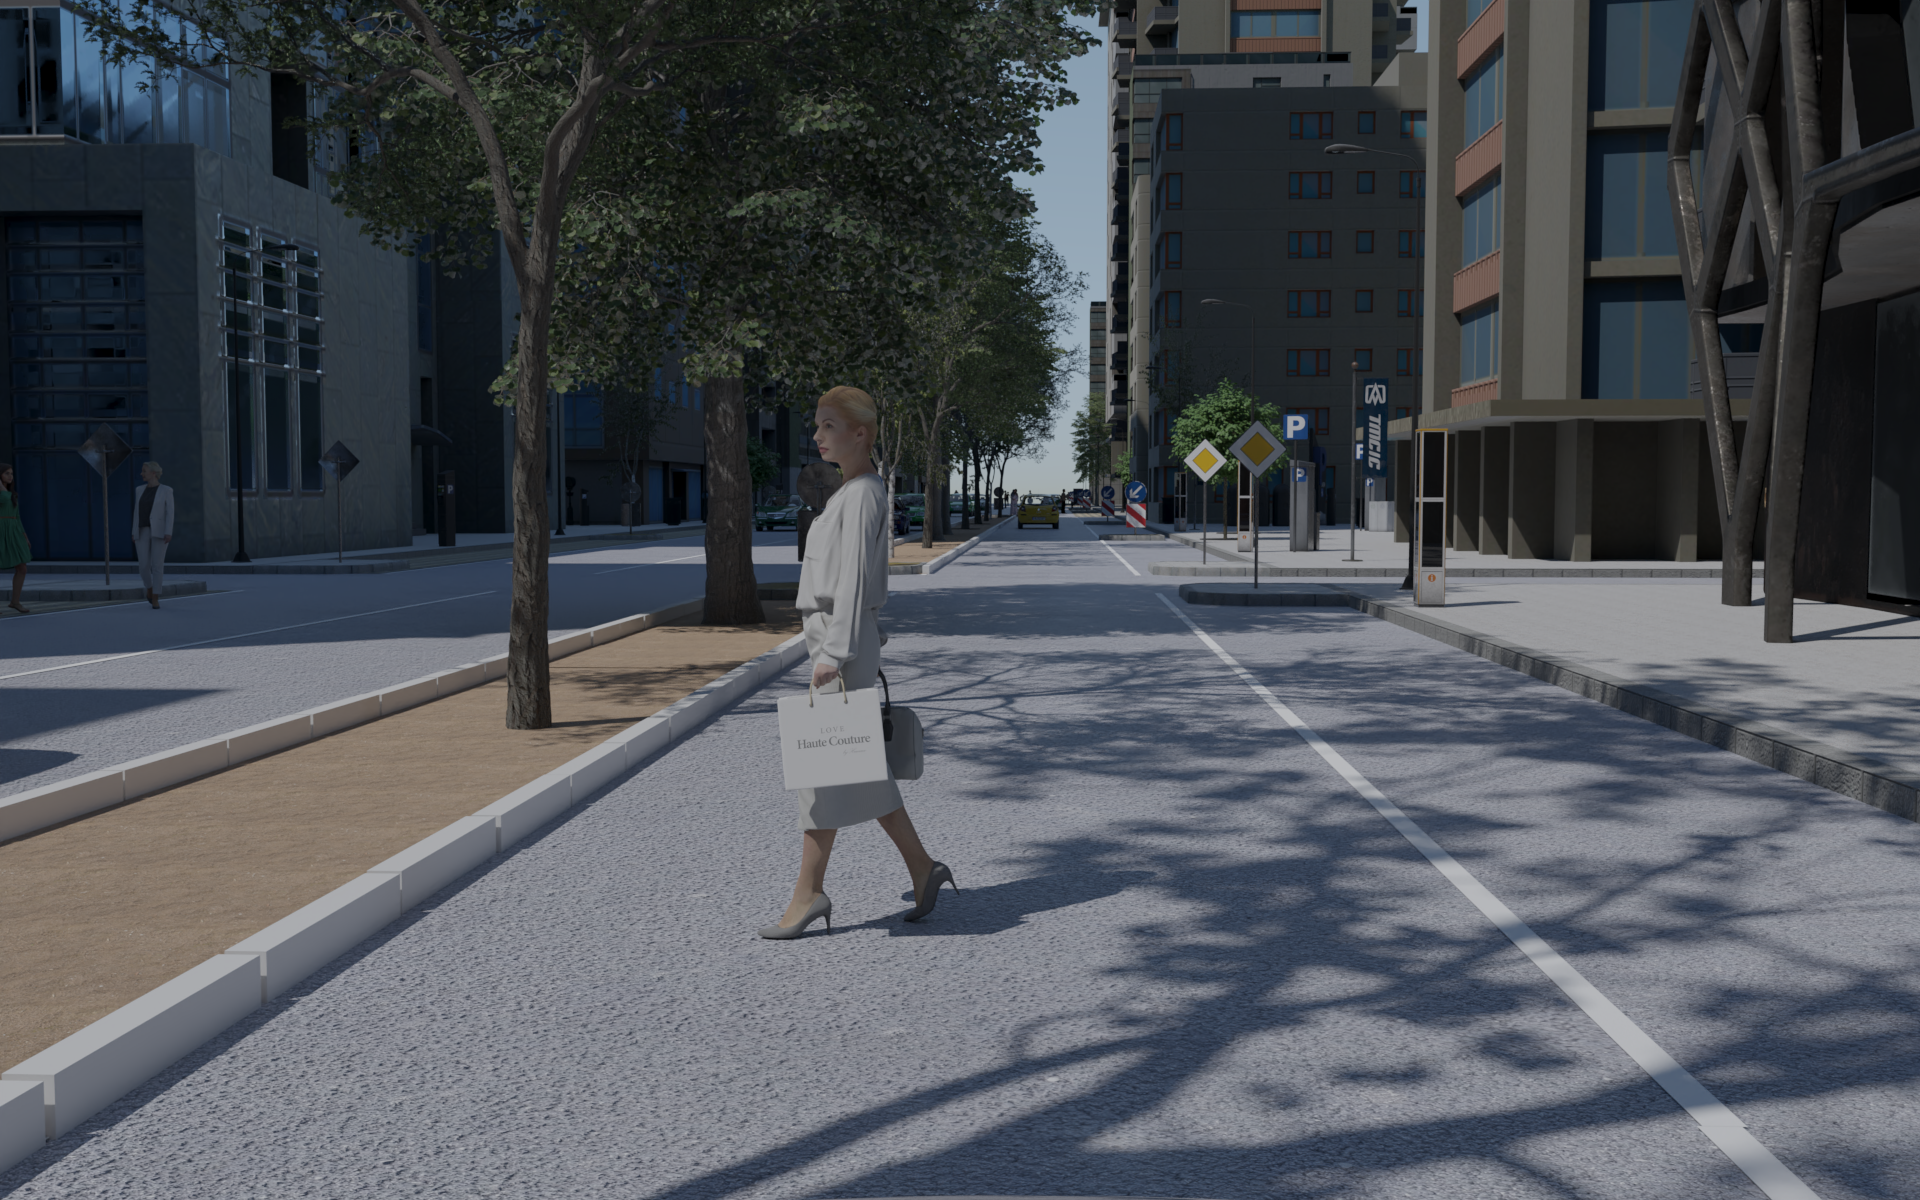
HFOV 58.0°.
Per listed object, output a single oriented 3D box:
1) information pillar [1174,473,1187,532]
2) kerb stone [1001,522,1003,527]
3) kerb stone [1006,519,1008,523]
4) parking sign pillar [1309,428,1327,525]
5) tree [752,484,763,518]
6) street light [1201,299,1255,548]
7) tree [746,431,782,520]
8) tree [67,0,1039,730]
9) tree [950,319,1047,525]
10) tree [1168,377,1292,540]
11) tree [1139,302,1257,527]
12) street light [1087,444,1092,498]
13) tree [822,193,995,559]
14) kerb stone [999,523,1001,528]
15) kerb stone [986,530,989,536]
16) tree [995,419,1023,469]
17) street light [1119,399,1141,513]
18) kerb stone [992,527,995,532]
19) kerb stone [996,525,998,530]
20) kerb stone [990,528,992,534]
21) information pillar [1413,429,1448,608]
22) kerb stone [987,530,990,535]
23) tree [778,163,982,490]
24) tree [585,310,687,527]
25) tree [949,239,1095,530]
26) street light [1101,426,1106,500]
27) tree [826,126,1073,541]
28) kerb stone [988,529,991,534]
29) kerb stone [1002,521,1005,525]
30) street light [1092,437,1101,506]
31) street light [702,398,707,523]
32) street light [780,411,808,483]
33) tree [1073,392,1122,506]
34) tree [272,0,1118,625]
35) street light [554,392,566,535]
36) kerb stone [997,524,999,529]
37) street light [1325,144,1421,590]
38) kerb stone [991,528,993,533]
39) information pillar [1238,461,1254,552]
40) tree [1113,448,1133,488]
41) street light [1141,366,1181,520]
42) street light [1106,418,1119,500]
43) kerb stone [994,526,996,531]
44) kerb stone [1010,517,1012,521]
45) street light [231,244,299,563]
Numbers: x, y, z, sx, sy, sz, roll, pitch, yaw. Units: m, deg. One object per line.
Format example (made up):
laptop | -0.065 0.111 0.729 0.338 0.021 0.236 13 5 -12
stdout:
information pillar | 7.538 -3.347 59.212 0.304 2.012 0.304 -2 4 -32
kerb stone | 1.646 -3.134 73.452 0.120 0.150 1.000 0 4 3
kerb stone | 2.027 -3.574 80.626 0.120 0.150 1.000 0 4 3
parking sign pillar | 14.720 -5.066 71.307 1.447 3.967 1.447 2 4 25
tree | -11.072 -5.964 92.120 1.663 3.219 1.824 0 3 0
street light | 6.453 -4.214 41.434 1.470 5.913 1.316 0 4 3
tree | -10.824 -6.361 87.718 4.285 4.588 4.351 0 3 0
tree | -2.677 -4.468 9.916 8.767 10.594 7.601 0 4 3
tree | 0.744 -9.366 81.346 9.928 11.665 9.643 0 3 0
tree | 7.531 -3.961 48.474 4.285 4.588 4.351 0 3 0
tree | 8.926 -7.118 66.740 4.360 8.622 3.978 0 3 0
street light | 12.830 -11.539 161.199 1.470 5.913 1.316 0 4 3
tree | -1.566 -5.242 38.523 4.737 8.622 4.395 0 3 0
kerb stone | 1.491 -2.946 70.376 0.120 0.150 1.000 0 4 3
kerb stone | 0.784 -2.125 57.064 0.120 0.150 1.000 0 4 3
tree | 1.682 -8.818 97.001 4.737 8.622 4.395 0 3 0
street light | 8.700 -6.864 84.764 1.470 5.913 1.316 0 4 3
kerb stone | 1.105 -2.507 63.213 0.120 0.150 1.000 0 4 3
kerb stone | 1.269 -2.696 66.281 0.120 0.150 1.000 0 4 3
kerb stone | 0.948 -2.317 60.150 0.120 0.150 1.000 0 4 3
information pillar | 5.329 -0.926 19.626 0.304 2.012 0.304 0 4 4
kerb stone | 0.836 -2.195 58.089 0.120 0.150 1.000 0 4 3
tree | -1.508 -4.945 33.672 4.360 8.622 3.978 0 3 0
tree | -12.706 -7.162 67.466 4.360 8.622 3.978 0 3 0
tree | 0.192 -9.589 69.612 12.009 13.543 11.850 0 3 0
street light | 10.580 -8.915 118.309 1.470 5.913 1.316 0 4 3
tree | -0.634 -8.054 52.259 7.486 12.596 7.792 0 3 0
kerb stone | 0.898 -2.257 59.116 0.120 0.150 1.000 0 4 3
kerb stone | 1.763 -3.260 75.503 0.120 0.150 1.000 0 4 3
street light | 11.627 -10.227 139.758 1.470 5.913 1.316 0 4 3
street light | -10.628 -6.317 75.820 1.470 5.913 1.316 0 4 3
street light | -9.518 -7.628 97.266 1.470 5.913 1.316 0 4 3
tree | 15.429 -16.748 191.949 7.486 12.596 7.792 0 3 0
tree | -2.503 -6.698 18.628 9.857 13.997 8.962 0 3 0
street light | -11.926 -4.967 53.746 1.470 5.913 1.316 0 4 3
kerb stone | 1.381 -2.822 68.331 0.120 0.150 1.000 0 4 3
street light | 5.545 -3.095 23.151 1.470 5.913 1.316 0 4 3
kerb stone | 0.996 -2.382 61.170 0.120 0.150 1.000 0 4 3
information pillar | 6.297 -2.059 38.157 0.304 2.012 0.304 1 4 19
tree | 11.293 -7.657 108.898 4.285 4.588 4.351 0 3 0
street light | 7.419 -5.526 62.887 1.470 5.913 1.316 0 4 3
street light | 9.901 -8.175 106.205 1.470 5.913 1.316 0 4 3
kerb stone | 1.156 -2.571 64.237 0.120 0.150 1.000 0 4 3
kerb stone | 2.415 -4.011 87.781 0.120 0.150 1.000 0 4 3
street light | -12.944 -3.655 32.295 1.470 5.913 1.316 0 4 3
